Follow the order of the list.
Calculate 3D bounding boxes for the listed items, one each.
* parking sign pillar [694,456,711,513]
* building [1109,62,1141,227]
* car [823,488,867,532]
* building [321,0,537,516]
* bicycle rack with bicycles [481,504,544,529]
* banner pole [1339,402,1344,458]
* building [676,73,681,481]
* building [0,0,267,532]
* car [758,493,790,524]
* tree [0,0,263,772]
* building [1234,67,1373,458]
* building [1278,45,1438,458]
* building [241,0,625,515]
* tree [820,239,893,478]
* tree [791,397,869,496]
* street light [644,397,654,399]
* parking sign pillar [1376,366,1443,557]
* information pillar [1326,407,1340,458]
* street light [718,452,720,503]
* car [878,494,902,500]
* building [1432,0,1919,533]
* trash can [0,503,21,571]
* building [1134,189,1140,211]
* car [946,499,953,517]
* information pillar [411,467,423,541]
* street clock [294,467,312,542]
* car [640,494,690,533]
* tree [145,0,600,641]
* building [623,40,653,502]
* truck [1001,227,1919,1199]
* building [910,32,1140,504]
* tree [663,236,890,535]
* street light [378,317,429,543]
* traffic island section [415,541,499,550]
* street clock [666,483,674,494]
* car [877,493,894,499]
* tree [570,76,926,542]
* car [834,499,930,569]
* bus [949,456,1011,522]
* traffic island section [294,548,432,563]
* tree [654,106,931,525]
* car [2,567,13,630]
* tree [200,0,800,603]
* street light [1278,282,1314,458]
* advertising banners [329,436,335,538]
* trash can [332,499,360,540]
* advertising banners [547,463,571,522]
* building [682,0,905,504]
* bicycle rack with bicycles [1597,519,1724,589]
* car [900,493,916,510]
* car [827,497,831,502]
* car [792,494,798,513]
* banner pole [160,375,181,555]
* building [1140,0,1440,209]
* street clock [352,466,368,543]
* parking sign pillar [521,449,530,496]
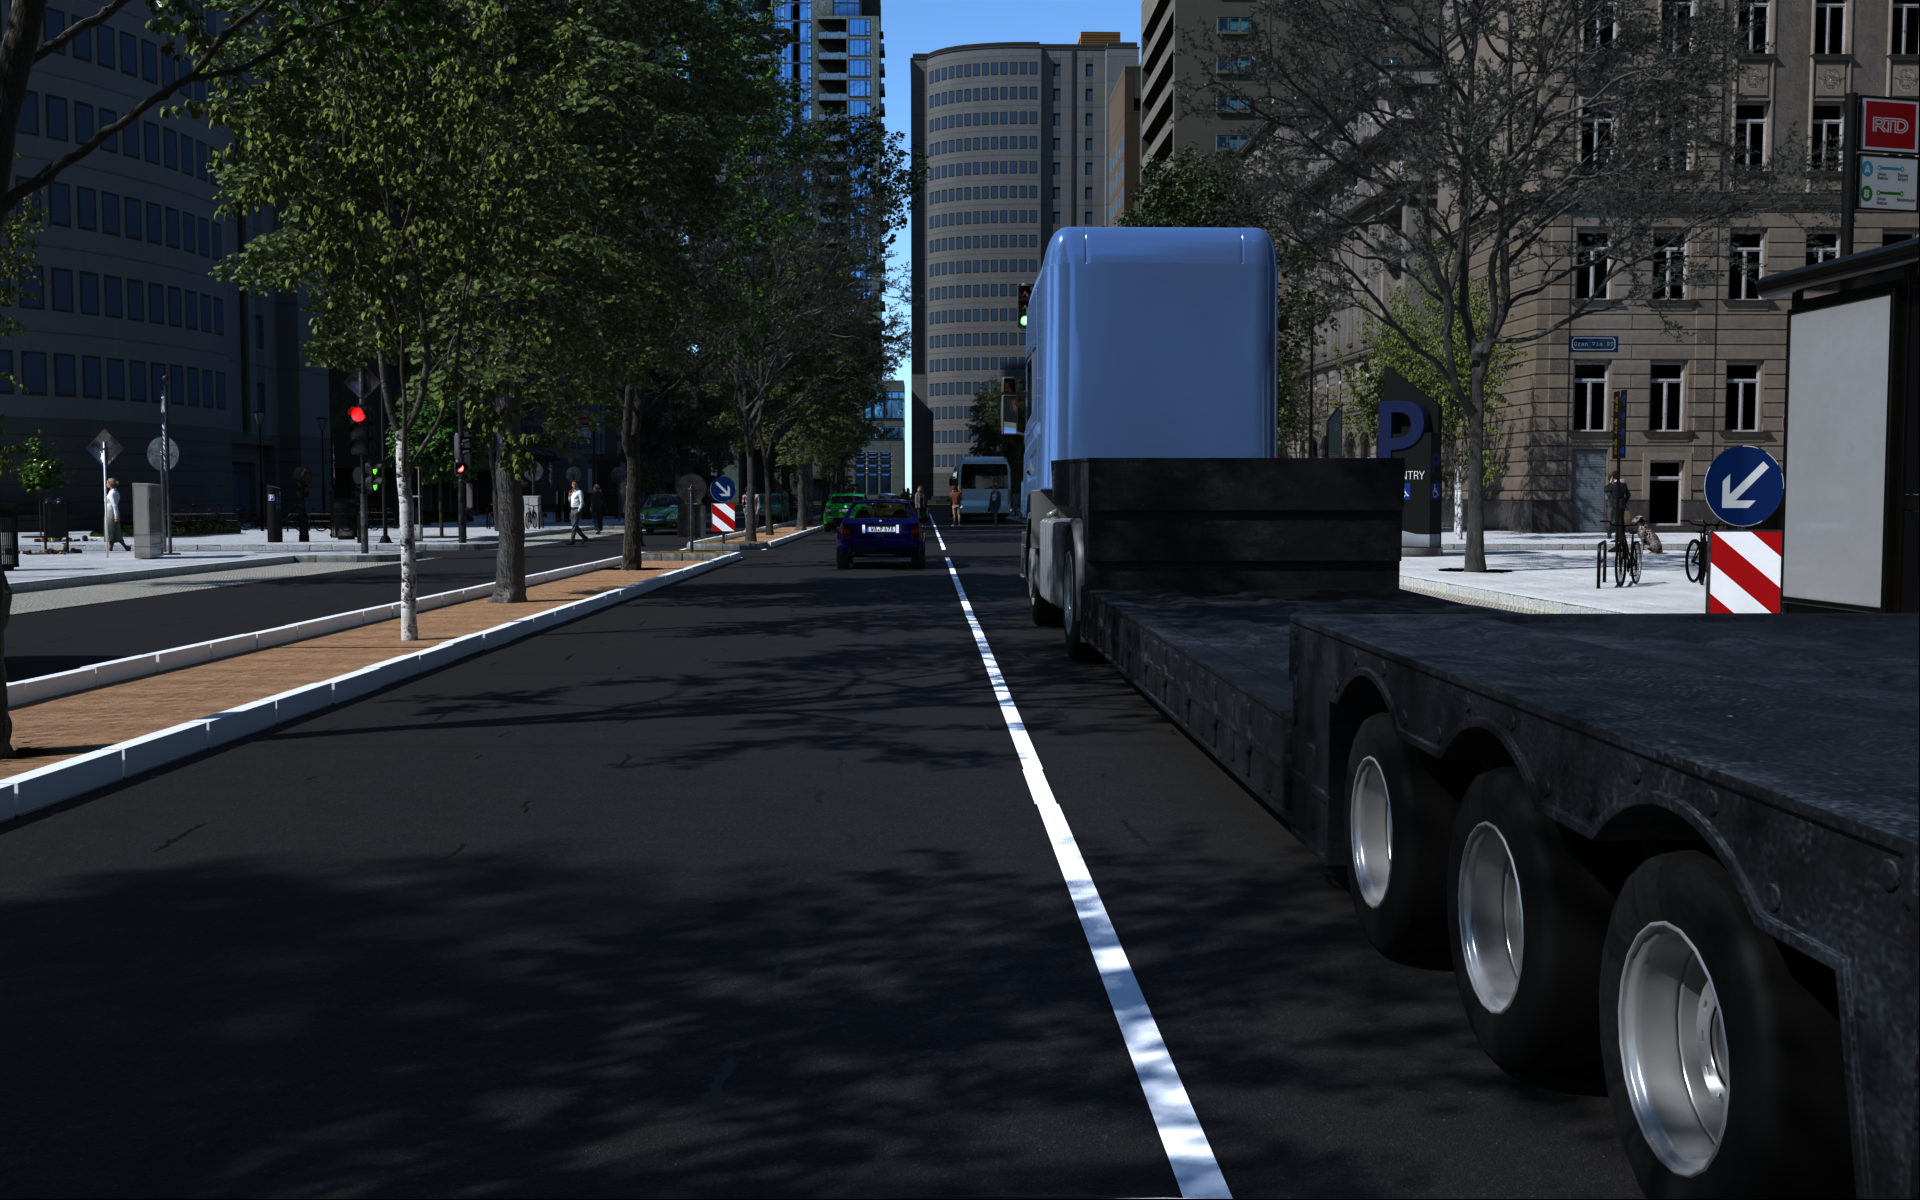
[{"bbox_3d":[-17.117,-7.749,115.167,1.447,3.967,1.447,3,5,43],"label":"parking sign pillar"},{"bbox_3d":[22.968,-32.339,178.846,14.600,45.320,14.200,0,4,-1],"label":"building"},{"bbox_3d":[-4.253,-3.551,66.855,1.959,1.807,4.718,0,4,0],"label":"car"},{"bbox_3d":[-38.564,-27.532,104.774,22.147,44.769,28.867,0,4,-1],"label":"building"},{"bbox_3d":[-16.525,-3.095,63.980,2.852,0.926,2.925,0,4,-8],"label":"bicycle rack with bicycles"},{"bbox_3d":[10.393,-3.514,47.478,0.401,3.779,0.863,0,4,5],"label":"banner pole"},{"bbox_3d":[-39.676,-44.948,173.157,20.611,71.187,20.563,0,4,-1],"label":"building"},{"bbox_3d":[-40.569,-32.161,67.829,21.231,58.520,28.212,0,4,-1],"label":"building"},{"bbox_3d":[-9.360,-4.631,84.505,1.959,1.807,4.718,0,4,1],"label":"car"},{"bbox_3d":[-5.222,-4.934,8.878,9.928,11.665,9.643,0,3,0],"label":"tree"},{"bbox_3d":[23.128,-19.052,108.760,12.463,27.353,25.104,0,4,-1],"label":"building"},{"bbox_3d":[24.198,-14.808,83.917,13.314,21.916,24.055,0,4,-1],"label":"building"},{"bbox_3d":[-39.138,-36.222,134.224,21.231,58.520,28.212,0,4,-1],"label":"building"},{"bbox_3d":[-6.360,-9.032,68.263,7.486,12.596,7.792,0,3,0],"label":"tree"},{"bbox_3d":[-7.621,-9.241,103.911,4.737,8.622,4.395,0,3,0],"label":"tree"},{"bbox_3d":[-15.307,-6.747,82.860,1.470,5.913,1.316,0,4,-1],"label":"street light"},{"bbox_3d":[9.319,-2.906,35.990,1.447,3.967,1.447,-3,5,-44],"label":"parking sign pillar"},{"bbox_3d":[9.963,-3.360,46.298,0.504,3.616,0.183,-3,5,-40],"label":"information pillar"},{"bbox_3d":[-16.167,-9.020,120.018,1.470,5.913,1.316,0,4,-1],"label":"street light"},{"bbox_3d":[-3.942,-5.298,96.843,2.015,1.641,3.980,0,4,-3],"label":"car"},{"bbox_3d":[30.919,-16.217,62.419,25.104,27.353,12.463,0,4,-1],"label":"building"},{"bbox_3d":[-16.111,-1.060,28.991,0.748,1.137,0.748,0,3,0],"label":"trash can"},{"bbox_3d":[23.211,-24.029,164.582,14.160,30.474,14.107,0,4,-1],"label":"building"},{"bbox_3d":[0.230,-6.131,109.289,2.155,1.783,4.494,0,4,-2],"label":"car"},{"bbox_3d":[-14.756,-2.596,46.936,0.304,2.012,0.304,0,4,-4],"label":"information pillar"},{"bbox_3d":[-17.666,-2.570,46.595,0.358,2.002,0.471,1,4,16],"label":"street clock"},{"bbox_3d":[-10.629,-3.101,62.503,2.131,1.459,4.920,0,4,-1],"label":"car"},{"bbox_3d":[-5.320,-3.888,16.388,4.737,8.622,4.395,0,3,0],"label":"tree"},{"bbox_3d":[-35.828,-30.933,155.871,14.600,45.320,14.200,0,4,-1],"label":"building"},{"bbox_3d":[2.235,-1.344,11.735,2.967,4.110,18.799,0,4,-2],"label":"truck"},{"bbox_3d":[7.755,-41.746,224.549,28.212,58.520,21.231,0,4,-1],"label":"building"},{"bbox_3d":[-6.600,-7.546,60.244,8.767,10.594,7.601,0,4,-1],"label":"tree"},{"bbox_3d":[-14.505,-4.443,45.185,1.470,5.913,1.316,0,4,-1],"label":"street light"},{"bbox_3d":[-13.071,-1.418,45.461,2.009,0.180,2.903,0,4,-1],"label":"traffic island section"},{"bbox_3d":[-19.780,-6.946,118.132,0.471,2.002,0.358,-2,4,-27],"label":"street clock"},{"bbox_3d":[-5.180,-6.991,123.896,1.945,1.707,3.694,0,4,0],"label":"car"},{"bbox_3d":[-6.074,-8.393,50.053,12.009,13.543,11.850,0,3,0],"label":"tree"},{"bbox_3d":[-1.567,-1.347,34.599,1.945,1.354,3.894,0,4,-2],"label":"car"},{"bbox_3d":[1.020,-5.892,91.195,2.948,3.499,13.247,0,4,-2],"label":"bus"},{"bbox_3d":[-12.895,-0.929,37.477,2.009,0.180,2.903,0,4,-1],"label":"traffic island section"},{"bbox_3d":[-8.113,-13.507,79.188,12.611,20.169,13.585,0,3,0],"label":"tree"},{"bbox_3d":[-8.705,-0.037,12.410,2.131,1.459,4.920,0,4,-3],"label":"car"},{"bbox_3d":[-6.038,-6.255,22.861,7.486,12.596,7.792,0,3,0],"label":"tree"},{"bbox_3d":[7.118,-3.990,37.786,1.470,5.913,1.316,0,4,-1],"label":"street light"},{"bbox_3d":[-18.701,-3.390,51.617,0.090,3.025,2.074,-1,4,-16],"label":"advertising banners"},{"bbox_3d":[-17.356,-2.281,48.955,0.748,1.137,0.748,0,3,0],"label":"trash can"},{"bbox_3d":[-18.367,-5.078,79.210,0.090,3.025,2.074,-3,5,-41],"label":"advertising banners"},{"bbox_3d":[-22.754,-55.746,224.117,31.000,86.520,22.319,0,4,-1],"label":"building"},{"bbox_3d":[10.011,-0.653,24.063,2.852,0.926,2.925,2,4,24],"label":"bicycle rack with bicycles"},{"bbox_3d":[-4.671,-8.924,154.950,2.155,1.783,4.494,0,4,-2],"label":"car"},{"bbox_3d":[-12.567,-10.250,177.375,2.009,1.686,4.222,0,4,-1],"label":"car"},{"bbox_3d":[-11.953,-7.266,128.578,2.009,1.686,4.222,0,3,0],"label":"car"},{"bbox_3d":[-16.853,-2.859,36.754,0.401,3.779,0.863,-2,4,-34],"label":"banner pole"},{"bbox_3d":[27.072,-31.923,145.647,21.300,48.544,21.600,0,4,-1],"label":"building"},{"bbox_3d":[-15.691,-2.499,45.429,0.471,2.002,0.358,2,4,31],"label":"street clock"},{"bbox_3d":[-17.600,-4.887,68.375,1.447,3.967,1.447,2,4,33],"label":"parking sign pillar"}]
